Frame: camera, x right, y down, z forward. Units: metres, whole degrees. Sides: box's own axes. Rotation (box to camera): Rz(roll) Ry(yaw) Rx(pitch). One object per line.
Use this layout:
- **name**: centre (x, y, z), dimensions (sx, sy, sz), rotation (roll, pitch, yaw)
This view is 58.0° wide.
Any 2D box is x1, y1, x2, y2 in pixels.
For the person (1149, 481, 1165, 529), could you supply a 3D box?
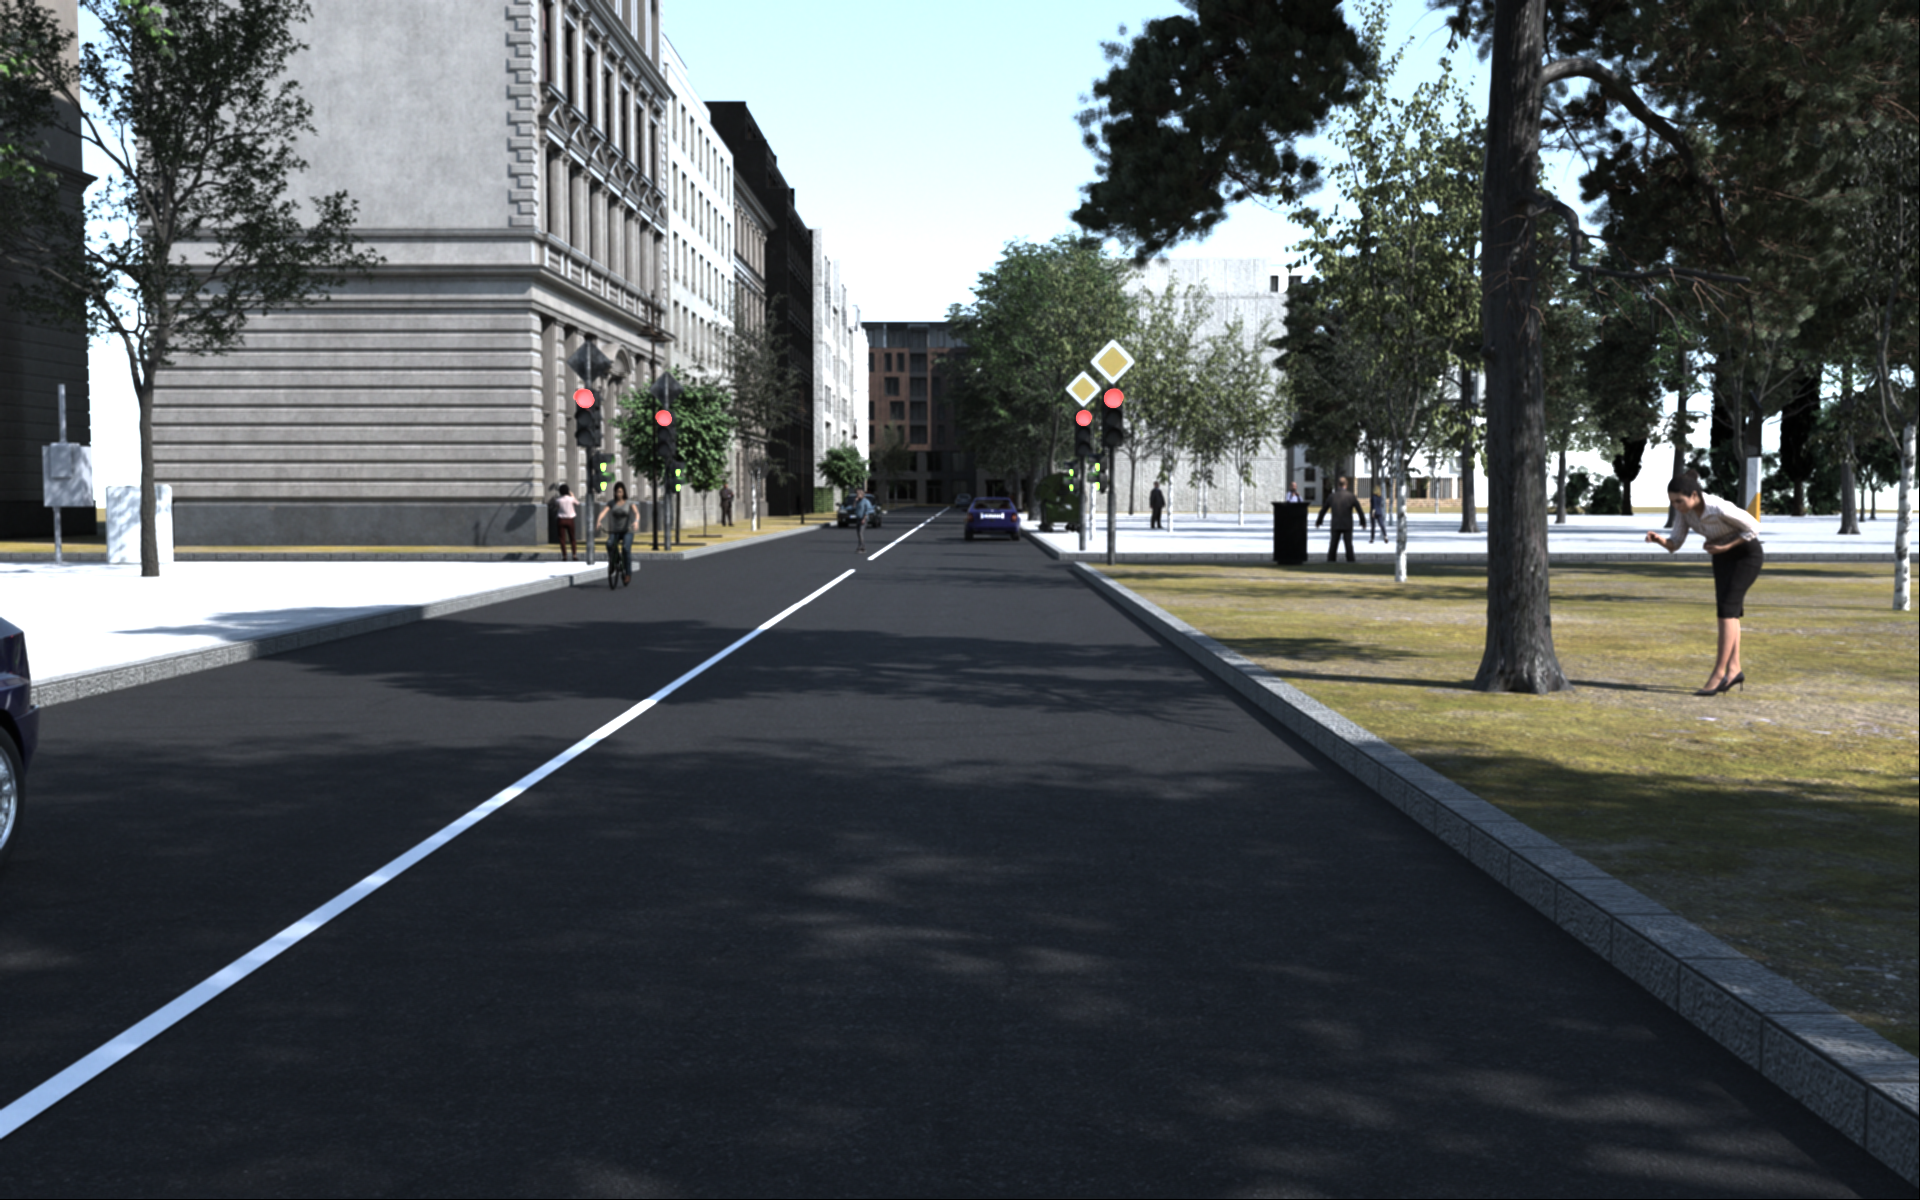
- **person**: centre (7.368, -3.537, 64.427), dimensions (0.434, 1.755, 0.990), rotation (3, 5, 44)

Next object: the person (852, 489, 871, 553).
- **person**: centre (-2.408, -1.931, 42.291), dimensions (0.429, 1.552, 0.499), rotation (-1, 4, -17)

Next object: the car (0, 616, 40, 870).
- **car**: centre (-4.418, 0.460, 5.066), dimensions (1.945, 1.354, 3.894), rotation (0, 4, -1)

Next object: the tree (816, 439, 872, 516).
- **tree**: centre (-6.963, -7.314, 103.305), dimensions (4.285, 4.588, 4.351), rotation (0, 3, 0)

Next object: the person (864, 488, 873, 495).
- **person**: centre (-7.906, -8.750, 149.045), dimensions (1.348, 1.831, 0.705), rotation (0, 4, -5)

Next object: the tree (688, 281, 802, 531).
- **tree**: centre (-7.165, -6.676, 59.509), dimensions (4.360, 8.622, 3.978), rotation (0, 3, 0)

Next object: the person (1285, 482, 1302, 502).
- **person**: centre (8.122, -2.085, 42.199), dimensions (0.516, 1.574, 0.319), rotation (-2, 4, -34)

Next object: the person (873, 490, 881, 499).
- **person**: centre (-7.837, -9.430, 161.015), dimensions (1.217, 1.735, 0.721), rotation (3, 5, 41)

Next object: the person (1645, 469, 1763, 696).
- **person**: centre (4.764, -0.112, 11.061), dimensions (0.628, 1.438, 0.799), rotation (2, 4, 31)

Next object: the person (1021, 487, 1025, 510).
- **person**: centre (4.953, -8.013, 137.050), dimensions (0.705, 1.824, 1.348), rotation (-1, 4, -12)

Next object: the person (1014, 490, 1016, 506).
- **person**: centre (5.874, -11.060, 187.692), dimensions (0.721, 1.723, 1.217), rotation (0, 4, 0)

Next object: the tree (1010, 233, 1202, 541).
- **tree**: centre (3.894, -5.952, 47.677), dimensions (4.737, 8.622, 4.395), rotation (0, 3, 0)

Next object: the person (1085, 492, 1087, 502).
- **person**: centre (6.563, -5.244, 92.602), dimensions (0.431, 1.722, 0.655), rotation (0, 4, 1)

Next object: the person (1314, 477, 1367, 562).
- **person**: centre (7.375, -1.497, 33.522), dimensions (0.990, 1.755, 0.434), rotation (1, 4, 23)

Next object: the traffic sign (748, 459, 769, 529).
- **traffic sign**: centre (-7.334, -3.849, 63.044), dimensions (0.768, 2.556, 0.104), rotation (0, 4, 8)

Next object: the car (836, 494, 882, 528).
- **car**: centre (-4.348, -4.000, 75.187), dimensions (2.009, 1.686, 4.222), rotation (0, 4, 1)

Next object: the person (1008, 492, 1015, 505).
- **person**: centre (3.796, -7.131, 125.894), dimensions (1.065, 1.426, 0.557), rotation (0, 4, 8)

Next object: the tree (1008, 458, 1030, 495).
- **tree**: centre (4.110, -11.309, 135.260), dimensions (4.360, 8.622, 3.978), rotation (0, 3, 0)

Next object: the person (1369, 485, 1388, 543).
- **person**: centre (10.928, -2.239, 45.198), dimensions (0.613, 1.512, 0.480), rotation (3, 4, 37)

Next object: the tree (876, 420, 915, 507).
- **tree**: centre (-6.336, -13.566, 172.168), dimensions (4.737, 8.622, 4.395), rotation (0, 3, 0)

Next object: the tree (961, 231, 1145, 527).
- **tree**: centre (3.674, -8.705, 68.079), dimensions (9.928, 11.665, 9.643), rotation (0, 3, 0)

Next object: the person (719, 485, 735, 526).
- **person**: centre (-9.269, -3.814, 69.094), dimensions (0.600, 1.739, 0.565), rotation (1, 4, 18)

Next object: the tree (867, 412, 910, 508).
- **tree**: centre (-6.522, -12.622, 156.728), dimensions (4.360, 8.622, 3.978), rotation (0, 3, 0)

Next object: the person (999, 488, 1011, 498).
- **person**: centre (4.064, -9.004, 153.396), dimensions (1.348, 1.807, 0.705), rotation (-1, 4, -10)

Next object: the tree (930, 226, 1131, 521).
- **tree**: centre (3.462, -10.769, 82.721), dimensions (9.857, 13.997, 8.962), rotation (0, 3, 0)

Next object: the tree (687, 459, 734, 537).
- **tree**: centre (-7.560, -3.480, 51.499), dimensions (1.663, 3.219, 1.824), rotation (0, 3, 0)

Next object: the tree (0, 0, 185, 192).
- **tree**: centre (-8.552, -5.301, 12.426), dimensions (9.928, 11.665, 9.643), rotation (0, 3, 0)

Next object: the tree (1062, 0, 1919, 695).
- **tree**: centre (3.612, -5.446, 11.104), dimensions (6.751, 12.117, 7.091), rotation (0, 3, 0)

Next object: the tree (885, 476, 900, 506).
- **tree**: centre (-7.143, -11.719, 186.212), dimensions (1.663, 3.219, 1.824), rotation (0, 3, 0)

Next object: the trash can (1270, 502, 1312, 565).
- **trash can**: centre (5.987, -1.207, 31.381), dimensions (0.748, 1.137, 0.748), rotation (0, 3, 0)

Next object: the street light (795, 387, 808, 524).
- **street light**: centre (-6.827, -6.245, 74.888), dimensions (0.468, 5.910, 1.993), rotation (0, 4, 0)

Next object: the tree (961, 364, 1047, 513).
- **tree**: centre (3.697, -12.744, 115.781), dimensions (7.806, 13.903, 7.818), rotation (0, 3, 0)

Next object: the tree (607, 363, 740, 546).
- **tree**: centre (-7.174, -3.652, 43.418), dimensions (4.285, 4.588, 4.351), rotation (0, 3, 0)

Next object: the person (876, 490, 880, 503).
- **person**: centre (-7.879, -9.624, 164.867), dimensions (0.593, 1.643, 0.415), rotation (-1, 4, -13)

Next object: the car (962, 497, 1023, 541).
- **car**: centre (1.012, -2.563, 54.490), dimensions (1.945, 1.354, 3.894), rotation (0, 4, 1)

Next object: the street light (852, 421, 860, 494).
- **street light**: centre (-6.634, -8.390, 109.957), dimensions (0.468, 5.910, 1.993), rotation (0, 4, 0)

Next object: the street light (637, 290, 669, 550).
- **street light**: centre (-6.955, -4.073, 39.383), dimensions (0.468, 5.910, 1.993), rotation (0, 4, 0)

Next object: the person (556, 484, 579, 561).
- **person**: centre (-8.405, -1.653, 36.983), dimensions (0.517, 1.644, 0.566), rotation (2, 4, 28)

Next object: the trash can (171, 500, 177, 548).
- **trash can**: centre (-17.987, -1.666, 38.897), dimensions (0.748, 1.137, 0.748), rotation (0, 3, 0)

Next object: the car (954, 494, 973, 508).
- **car**: centre (0.394, -10.293, 180.298), dimensions (2.014, 1.417, 4.499), rotation (0, 4, -1)
